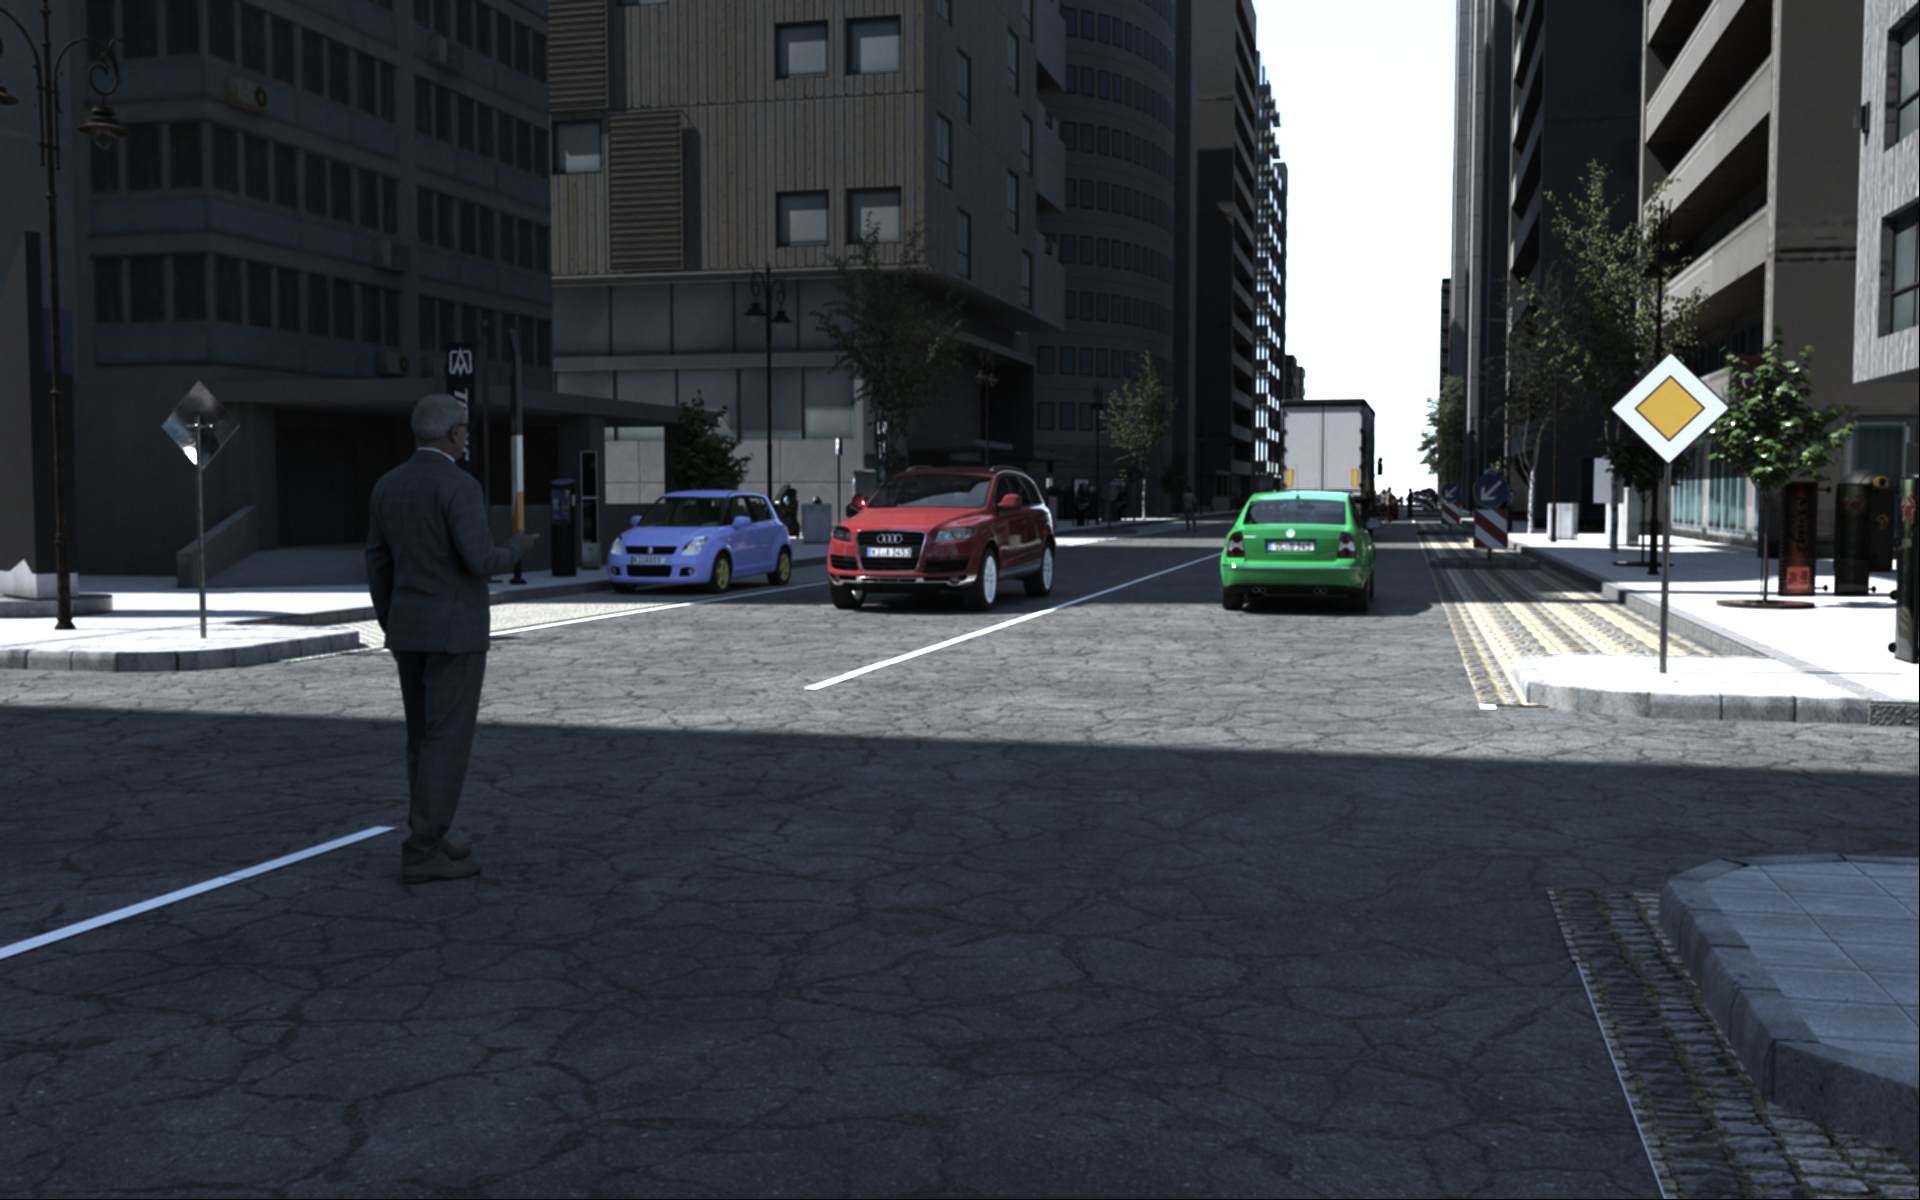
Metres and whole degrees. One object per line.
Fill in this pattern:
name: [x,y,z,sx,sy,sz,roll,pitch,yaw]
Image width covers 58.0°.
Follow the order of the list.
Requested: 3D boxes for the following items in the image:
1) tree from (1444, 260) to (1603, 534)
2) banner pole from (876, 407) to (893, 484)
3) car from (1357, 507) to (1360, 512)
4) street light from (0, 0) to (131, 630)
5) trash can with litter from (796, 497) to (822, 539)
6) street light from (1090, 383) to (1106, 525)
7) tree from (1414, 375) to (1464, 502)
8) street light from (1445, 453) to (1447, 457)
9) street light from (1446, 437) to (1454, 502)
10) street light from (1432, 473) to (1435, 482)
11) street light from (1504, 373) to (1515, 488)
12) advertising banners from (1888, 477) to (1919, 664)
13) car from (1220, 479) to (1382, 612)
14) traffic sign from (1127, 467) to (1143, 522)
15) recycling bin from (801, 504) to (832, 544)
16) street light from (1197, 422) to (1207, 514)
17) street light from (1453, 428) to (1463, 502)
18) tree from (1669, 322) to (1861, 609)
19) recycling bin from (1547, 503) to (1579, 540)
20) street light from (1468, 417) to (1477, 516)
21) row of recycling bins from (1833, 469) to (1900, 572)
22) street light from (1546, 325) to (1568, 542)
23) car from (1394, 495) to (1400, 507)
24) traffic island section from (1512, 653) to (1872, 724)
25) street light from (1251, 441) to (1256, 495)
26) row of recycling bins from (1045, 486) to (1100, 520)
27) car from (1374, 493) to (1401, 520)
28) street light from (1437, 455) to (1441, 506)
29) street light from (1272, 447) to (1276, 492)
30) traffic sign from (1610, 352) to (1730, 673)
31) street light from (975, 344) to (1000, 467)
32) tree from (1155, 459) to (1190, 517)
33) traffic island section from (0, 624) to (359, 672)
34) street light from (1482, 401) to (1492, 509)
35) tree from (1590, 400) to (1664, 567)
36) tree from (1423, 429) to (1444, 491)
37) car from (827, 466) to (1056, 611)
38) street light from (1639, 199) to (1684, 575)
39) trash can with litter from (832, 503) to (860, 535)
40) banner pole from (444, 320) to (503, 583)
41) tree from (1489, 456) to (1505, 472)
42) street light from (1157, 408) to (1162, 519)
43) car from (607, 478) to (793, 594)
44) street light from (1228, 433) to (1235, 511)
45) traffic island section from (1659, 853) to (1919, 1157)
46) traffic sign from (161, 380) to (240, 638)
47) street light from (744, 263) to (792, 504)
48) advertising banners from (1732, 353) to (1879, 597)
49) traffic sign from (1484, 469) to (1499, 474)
tree: [18.500,-6.441,55.679,4.360,8.622,3.978,0,3,0]
banner pole: [-2.123,-3.655,49.775,0.863,3.779,0.401,3,5,43]
car: [9.024,-2.125,43.547,1.959,1.807,4.718,1,4,15]
street light: [-8.502,-2.660,16.273,0.468,5.910,1.993,1,4,14]
trash can with litter: [-4.224,-2.354,49.552,1.678,1.210,2.233,0,4,1]
street light: [5.731,-6.075,72.115,0.468,5.910,1.993,1,4,14]
tree: [47.438,-15.146,165.769,7.486,12.596,7.792,0,3,0]
street light: [44.528,-11.343,158.247,0.468,5.910,1.993,1,4,14]
street light: [39.744,-10.208,139.689,0.468,5.910,1.993,1,4,14]
street light: [55.510,-13.980,201.367,0.468,5.910,1.993,1,4,14]
street light: [20.767,-5.670,65.491,0.468,5.910,1.993,1,4,14]
advertising banners: [7.108,-0.996,12.478,0.090,3.025,2.074,1,4,12]
car: [4.476,-0.843,22.577,1.959,1.807,4.718,1,4,15]
traffic sign: [8.058,-4.891,80.077,0.768,2.556,0.104,2,4,24]
recycling bin: [-3.727,-1.984,44.992,0.722,1.027,0.722,-1,4,-10]
street light: [15.259,-8.359,109.457,0.468,5.910,1.993,1,4,14]
street light: [34.919,-9.063,120.968,0.468,5.910,1.993,1,4,14]
tree: [9.293,-1.528,19.591,1.663,3.219,1.824,0,3,0]
recycling bin: [16.901,-2.202,48.563,0.722,1.027,0.722,2,4,29]
street light: [30.262,-7.926,102.377,0.468,5.910,1.993,1,4,14]
row of recycling bins: [16.386,-1.312,28.566,3.534,1.692,1.069,1,4,17]
street light: [15.870,-4.486,46.136,0.468,5.910,1.993,1,4,14]
car: [33.335,-7.536,135.214,2.014,1.417,4.499,1,4,15]
traffic island section: [5.056,0.604,12.411,2.009,0.180,2.903,1,4,14]
street light: [24.939,-10.686,147.502,0.468,5.910,1.993,1,4,14]
row of recycling bins: [5.655,-4.835,86.170,3.534,1.692,1.069,-3,5,-43]
car: [23.994,-5.476,98.579,2.155,1.783,4.494,1,4,13]
street light: [50.522,-12.801,182.091,0.468,5.910,1.993,1,4,14]
street light: [30.897,-12.109,170.770,0.468,5.910,1.993,1,4,14]
traffic sign: [5.031,-0.532,12.340,0.795,2.450,0.064,1,4,14]
street light: [0.850,-4.933,53.444,0.468,5.910,1.993,1,4,14]
tree: [12.138,-6.315,97.846,1.663,3.219,1.824,0,3,0]
traffic island section: [-6.756,0.419,15.423,2.009,0.180,2.903,1,4,14]
street light: [25.582,-6.817,84.247,0.468,5.910,1.993,1,4,14]
tree: [12.362,-2.222,30.929,1.663,3.219,1.824,0,3,0]
tree: [48.289,-13.610,172.880,4.360,8.622,3.978,0,3,0]
car: [-0.131,-0.881,23.073,2.281,1.827,5.304,1,4,16]
street light: [11.059,-3.344,27.457,0.468,5.910,1.993,1,4,14]
trash can with litter: [-3.344,-2.473,51.820,1.055,1.170,0.624,2,4,27]
banner pole: [-7.050,-2.141,25.029,0.863,3.779,0.401,1,4,15]
tree: [27.491,-5.734,88.359,1.663,3.219,1.824,0,3,0]
street light: [10.414,-7.199,90.490,0.468,5.910,1.993,1,4,14]
car: [-3.874,-1.003,25.988,1.945,1.707,3.694,1,4,16]
street light: [20.007,-9.495,128.024,0.468,5.910,1.993,1,4,14]
traffic island section: [3.079,1.077,4.674,2.009,0.180,2.903,1,4,14]
traffic sign: [-6.731,-0.716,15.355,0.795,2.450,0.064,1,4,14]
street light: [-3.839,-3.797,34.861,0.468,5.910,1.993,1,4,14]
advertising banners: [10.541,-1.559,21.675,2.074,3.025,0.090,-1,4,-8]
traffic sign: [21.423,-4.142,69.849,0.606,2.300,0.079,2,4,23]
